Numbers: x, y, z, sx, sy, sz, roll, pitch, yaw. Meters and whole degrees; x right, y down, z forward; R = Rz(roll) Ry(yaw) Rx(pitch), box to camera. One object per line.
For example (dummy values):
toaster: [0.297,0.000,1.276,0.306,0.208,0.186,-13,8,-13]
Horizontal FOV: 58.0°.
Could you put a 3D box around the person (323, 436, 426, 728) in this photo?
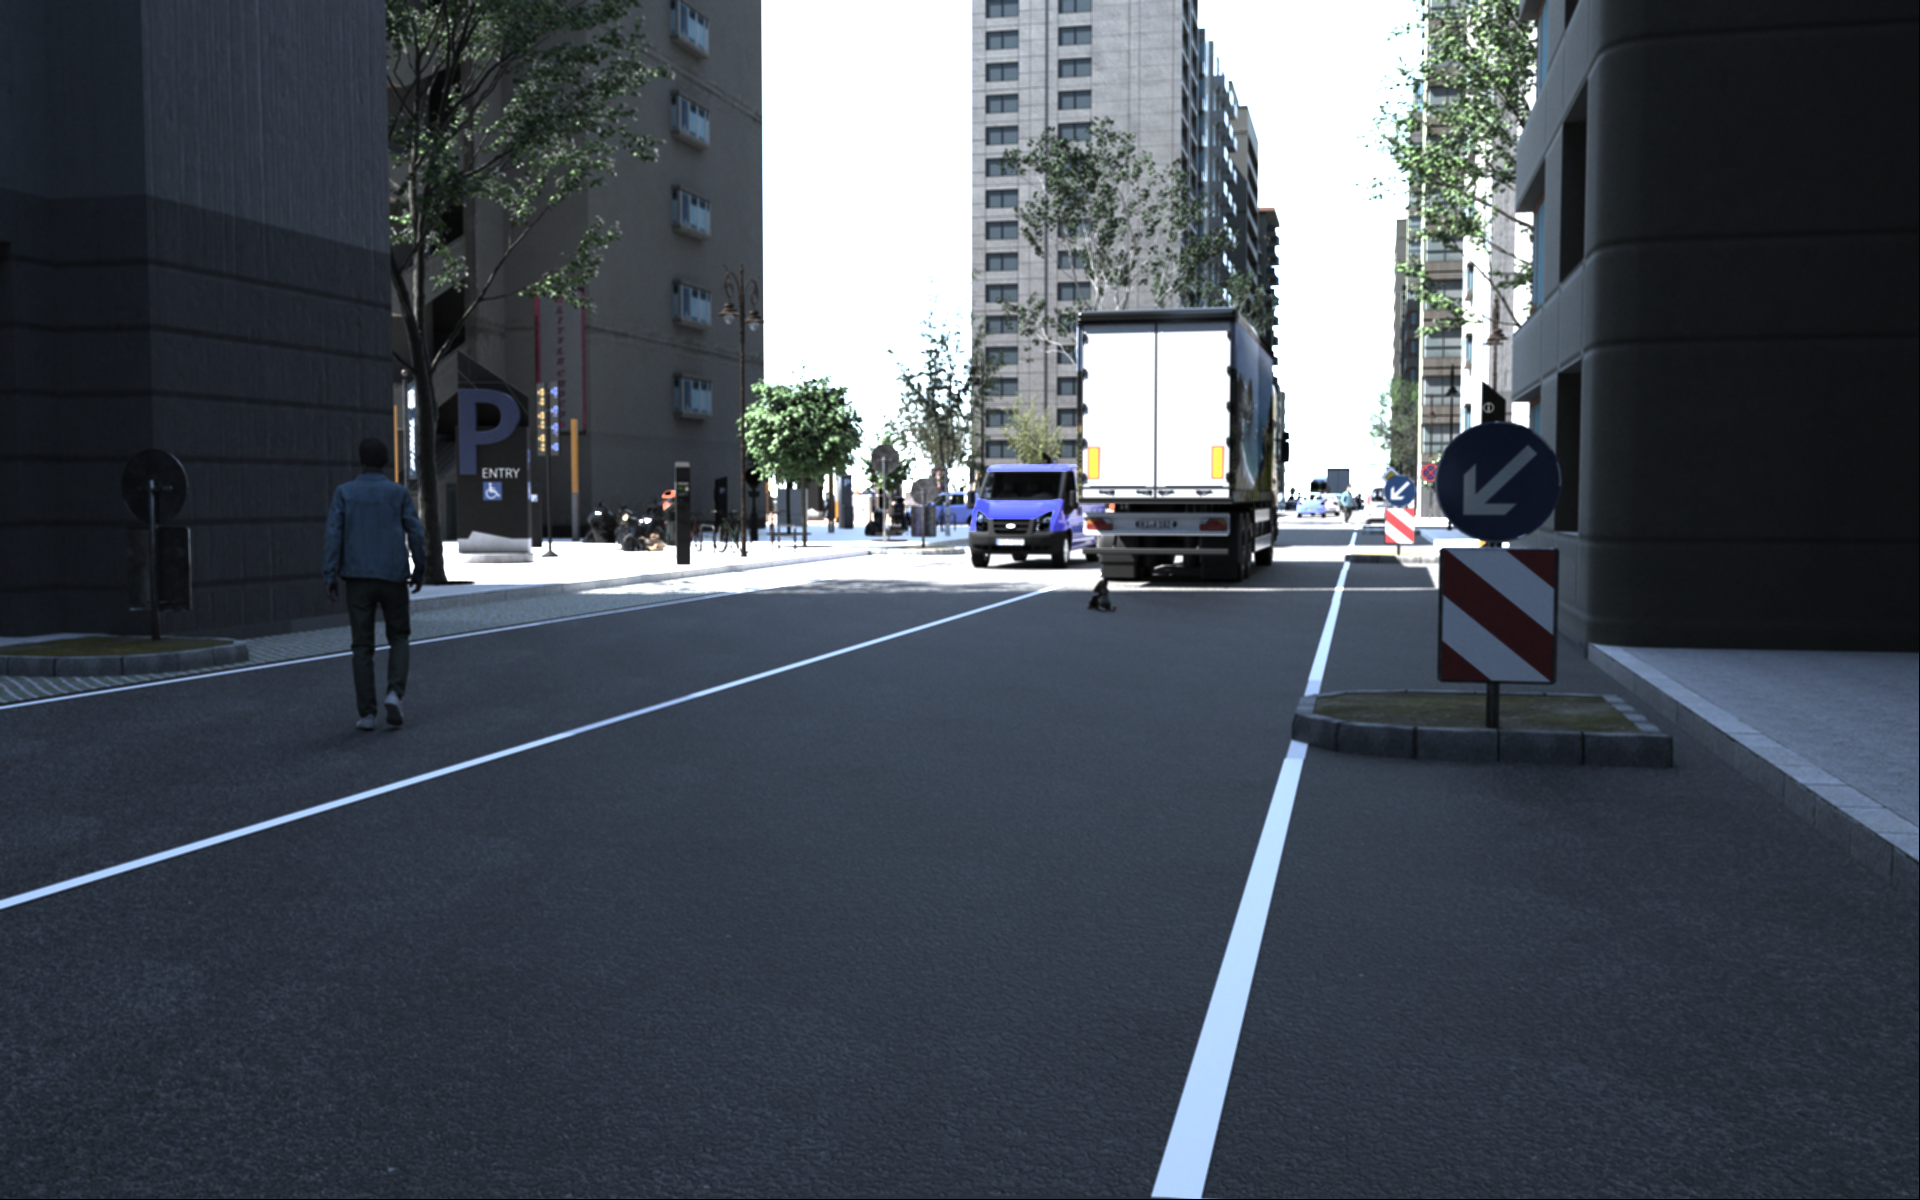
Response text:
person: [-3.556,-0.104,10.542,0.601,1.785,0.444,-1,4,-19]

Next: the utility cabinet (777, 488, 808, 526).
utility cabinet: [-6.583,-3.627,67.980,1.173,1.500,0.318,0,4,7]

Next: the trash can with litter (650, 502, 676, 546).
trash can with litter: [-7.180,-1.896,42.395,1.055,1.170,0.624,-2,4,-25]

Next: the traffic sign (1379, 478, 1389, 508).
traffic sign: [17.324,-4.064,70.091,0.795,2.450,0.064,1,4,13]

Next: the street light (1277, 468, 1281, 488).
street light: [46.120,-16.984,250.480,0.468,5.910,1.993,1,4,13]

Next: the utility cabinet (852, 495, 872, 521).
utility cabinet: [-4.651,-4.312,81.656,1.020,1.237,0.306,2,4,26]

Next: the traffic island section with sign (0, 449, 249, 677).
traffic island section with sign: [-7.124,-0.356,14.449,1.989,1.847,2.006,1,4,13]

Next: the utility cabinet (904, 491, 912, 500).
utility cabinet: [-3.839,-7.881,137.538,1.173,1.500,0.318,-1,4,-8]

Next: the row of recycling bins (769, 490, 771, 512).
row of recycling bins: [-15.420,-7.246,125.588,3.534,1.692,1.069,-1,4,-19]

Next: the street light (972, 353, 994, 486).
street light: [0.742,-5.141,56.849,0.468,5.910,1.993,1,4,13]

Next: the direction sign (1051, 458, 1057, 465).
direction sign: [5.856,-7.237,110.326,0.379,3.537,0.876,-3,4,-38]

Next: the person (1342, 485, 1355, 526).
person: [17.477,-4.258,78.144,0.660,1.820,0.620,-2,4,-33]

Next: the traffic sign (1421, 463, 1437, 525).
traffic sign: [19.422,-4.368,71.516,0.768,2.556,0.104,1,4,19]

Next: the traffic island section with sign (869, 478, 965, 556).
traffic island section with sign: [-0.942,-1.972,40.869,1.989,1.847,2.006,1,4,13]

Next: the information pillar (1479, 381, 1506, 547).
information pillar: [10.972,-2.715,35.745,0.504,3.616,0.183,1,4,14]

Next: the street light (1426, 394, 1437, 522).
street light: [21.669,-6.541,79.727,0.468,5.910,1.993,1,4,13]

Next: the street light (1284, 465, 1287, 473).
street light: [50.908,-18.251,271.196,0.468,5.910,1.993,1,4,13]

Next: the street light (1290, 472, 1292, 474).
street light: [55.793,-19.524,292.009,0.468,5.910,1.993,1,4,13]

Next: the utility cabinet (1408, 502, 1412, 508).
utility cabinet: [32.693,-7.001,125.628,0.306,1.237,1.020,1,4,19]

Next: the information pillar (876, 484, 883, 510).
information pillar: [-3.946,-4.932,85.127,0.304,2.012,0.304,-2,4,-27]

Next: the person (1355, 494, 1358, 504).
person: [56.611,-14.447,247.938,0.991,1.433,0.599,-3,4,-36]

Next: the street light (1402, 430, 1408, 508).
street light: [31.399,-9.111,121.752,0.468,5.910,1.993,1,4,13]

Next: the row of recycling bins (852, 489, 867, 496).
row of recycling bins: [-8.105,-8.196,141.119,3.534,1.692,1.069,1,4,12]

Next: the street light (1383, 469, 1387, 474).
street light: [58.024,-16.036,234.972,0.468,5.910,1.993,1,4,13]

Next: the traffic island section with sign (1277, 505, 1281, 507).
traffic island section with sign: [35.335,-11.453,195.879,1.989,1.847,2.006,1,4,13]

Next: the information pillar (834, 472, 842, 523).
information pillar: [-5.307,-5.218,76.669,0.504,3.616,0.183,0,4,5]

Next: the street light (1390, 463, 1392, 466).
street light: [43.958,-12.355,174.793,0.468,5.910,1.993,1,4,13]

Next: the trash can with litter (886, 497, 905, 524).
trash can with litter: [-2.759,-3.856,74.428,0.624,1.170,1.055,-1,4,-20]

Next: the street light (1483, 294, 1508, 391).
street light: [12.413,-4.127,40.263,0.468,5.910,1.993,1,4,13]

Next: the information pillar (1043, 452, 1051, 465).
information pillar: [4.710,-6.290,94.200,0.504,3.616,0.183,1,4,8]

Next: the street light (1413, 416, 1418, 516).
street light: [26.526,-7.821,100.653,0.468,5.910,1.993,1,4,13]

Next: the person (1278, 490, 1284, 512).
person: [25.955,-8.039,140.208,0.793,1.790,0.793,0,4,7]

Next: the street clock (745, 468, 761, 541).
street clock: [-5.648,-2.624,47.475,0.471,2.002,0.358,0,4,3]

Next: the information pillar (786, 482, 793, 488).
information pillar: [-8.925,-5.272,90.685,0.304,2.012,0.304,-2,4,-35]

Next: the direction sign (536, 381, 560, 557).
direction sign: [-8.340,-2.639,35.145,0.379,3.537,0.876,-3,5,-42]

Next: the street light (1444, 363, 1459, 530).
street light: [17.423,-5.423,61.460,0.468,5.910,1.993,1,4,13]

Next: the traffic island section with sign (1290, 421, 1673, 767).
traffic island section with sign: [2.999,-0.098,10.223,1.989,1.847,2.006,1,4,13]

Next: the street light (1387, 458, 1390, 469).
street light: [48.937,-13.668,196.252,0.468,5.910,1.993,1,4,13]

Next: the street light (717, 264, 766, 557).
street light: [-4.384,-3.802,34.942,0.468,5.910,1.993,1,4,13]

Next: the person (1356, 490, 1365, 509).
person: [39.426,-9.915,170.694,0.705,1.814,1.350,-2,4,-28]

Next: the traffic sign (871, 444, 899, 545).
traffic sign: [-1.917,-2.683,43.972,0.768,2.556,0.104,1,4,16]

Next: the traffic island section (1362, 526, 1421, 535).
traffic island section: [15.528,-2.453,62.388,2.009,0.180,2.903,1,4,13]

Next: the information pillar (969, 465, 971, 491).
information pillar: [0.776,-8.543,131.033,0.183,3.616,0.504,1,4,9]
